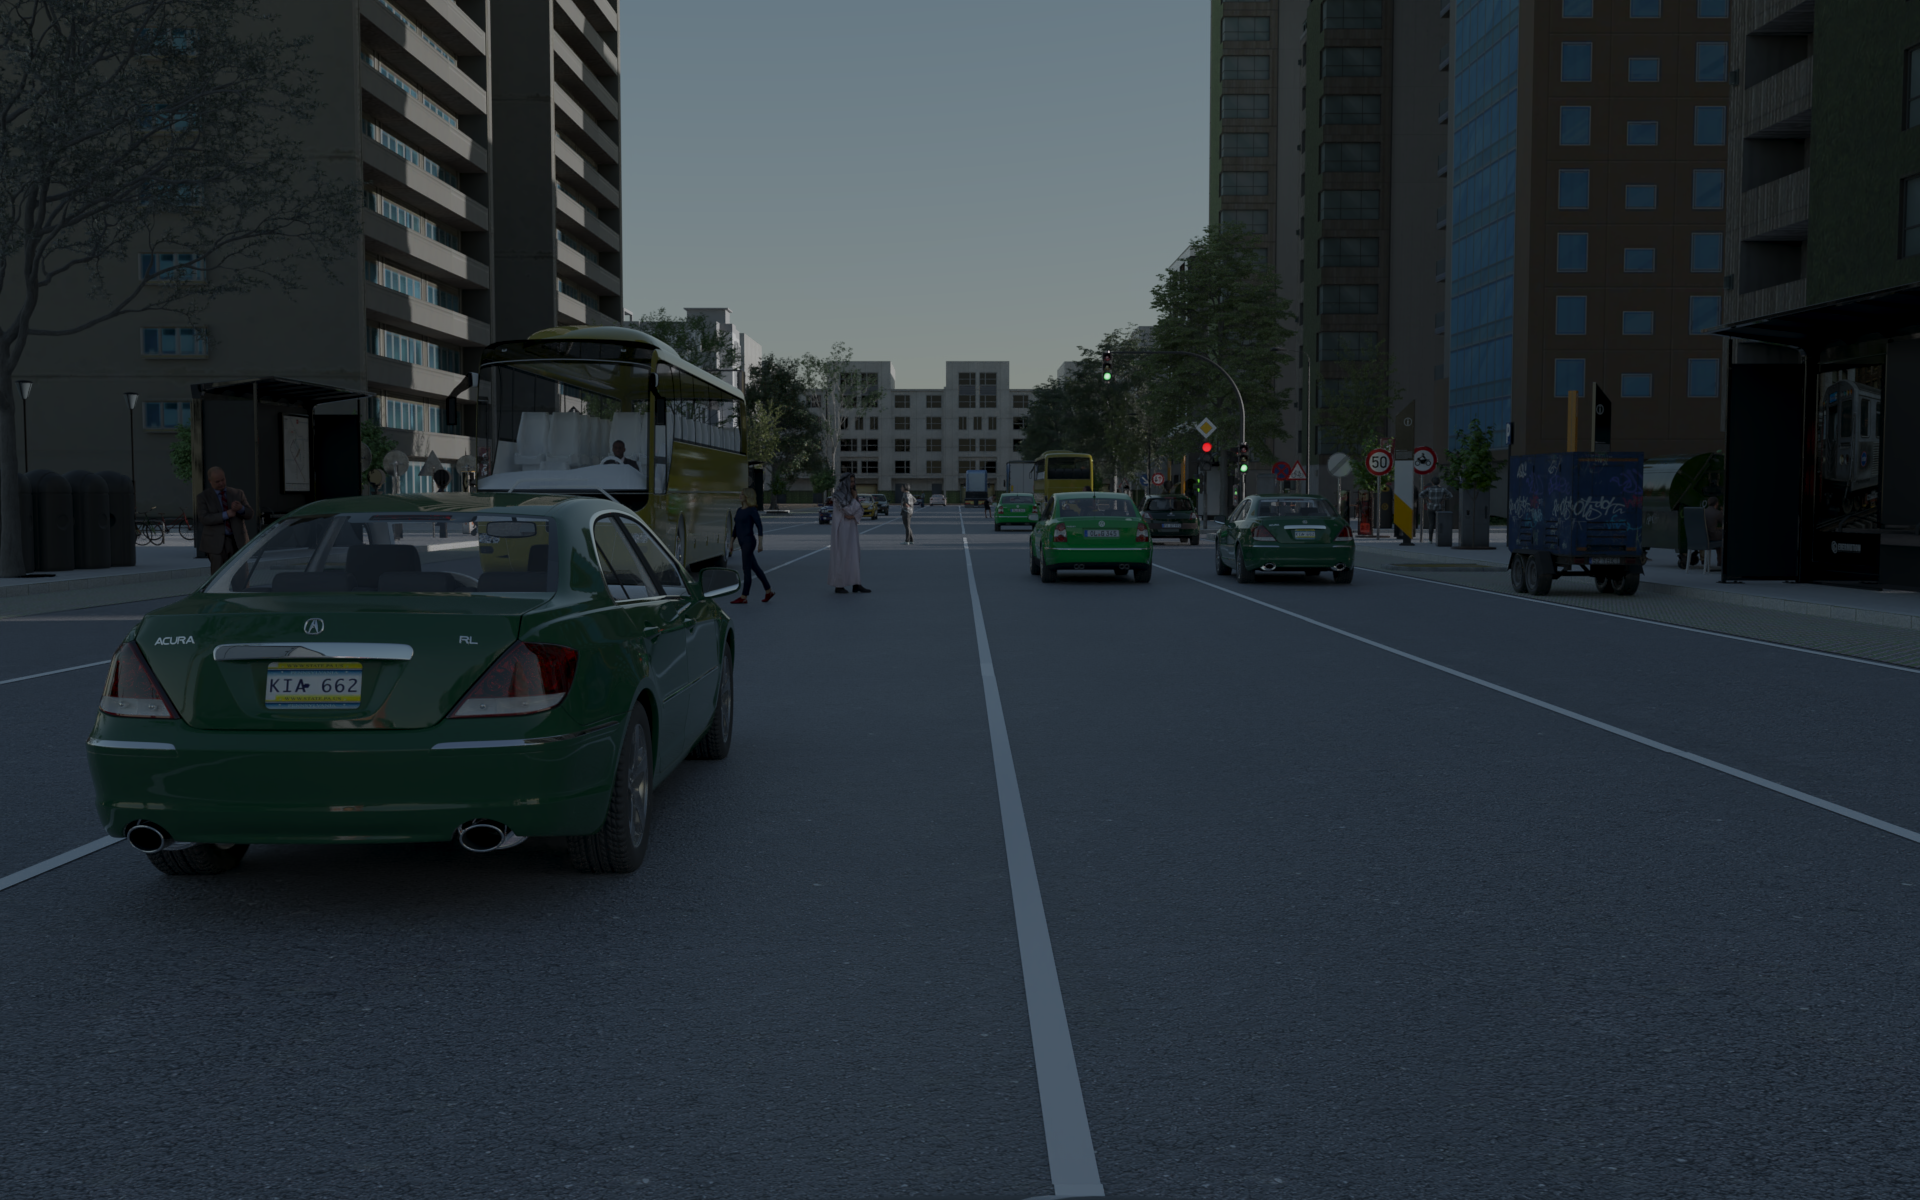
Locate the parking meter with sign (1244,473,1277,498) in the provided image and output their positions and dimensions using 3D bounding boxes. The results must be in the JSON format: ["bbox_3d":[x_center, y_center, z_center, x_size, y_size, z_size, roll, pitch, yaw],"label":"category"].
[{"bbox_3d":[11.380,-4.155,64.198,1.738,3.016,0.543,1,4,20],"label":"parking meter with sign"}]

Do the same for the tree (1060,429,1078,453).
[{"bbox_3d":[11.211,-13.523,171.463,4.737,8.622,4.395,0,3,0],"label":"tree"}]

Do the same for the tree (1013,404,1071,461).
[{"bbox_3d":[10.817,-17.928,210.135,9.611,12.733,9.660,0,3,0],"label":"tree"}]

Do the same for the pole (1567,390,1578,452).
[{"bbox_3d":[12.083,-2.469,34.217,0.158,3.312,0.155,0,3,0],"label":"pole"}]

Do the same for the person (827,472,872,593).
[{"bbox_3d":[-1.620,-0.969,25.010,0.621,1.740,0.551,1,4,11],"label":"person"}]

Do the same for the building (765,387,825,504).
[{"bbox_3d":[-33.568,-22.720,237.926,31.486,18.905,16.747,0,3,0],"label":"building"}]

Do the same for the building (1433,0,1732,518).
[{"bbox_3d":[29.921,-26.026,75.631,14.200,45.320,14.600,0,3,0],"label":"building"}]

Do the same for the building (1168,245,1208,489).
[{"bbox_3d":[32.726,-19.247,158.655,27.936,21.610,32.646,0,3,0],"label":"building"}]

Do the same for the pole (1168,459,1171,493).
[{"bbox_3d":[12.015,-6.457,99.408,0.158,3.312,0.155,0,3,0],"label":"pole"}]

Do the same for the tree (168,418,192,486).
[{"bbox_3d":[-29.046,-5.103,67.155,4.285,4.588,4.351,0,3,0],"label":"tree"}]

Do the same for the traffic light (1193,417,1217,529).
[{"bbox_3d":[8.952,-4.547,63.269,0.839,4.253,0.868,0,3,0],"label":"traffic light"}]

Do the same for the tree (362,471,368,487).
[{"bbox_3d":[-15.345,-2.968,43.121,1.663,3.219,1.824,0,3,0],"label":"tree"}]

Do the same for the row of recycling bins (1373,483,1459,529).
[{"bbox_3d":[16.872,-3.465,63.760,3.534,1.692,1.069,2,4,28],"label":"row of recycling bins"}]

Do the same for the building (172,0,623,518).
[{"bbox_3d":[-34.154,-29.733,109.842,21.300,48.544,21.600,0,3,0],"label":"building"}]

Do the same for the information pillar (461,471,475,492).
[{"bbox_3d":[-15.723,-3.114,55.413,0.304,2.012,0.304,2,4,26],"label":"information pillar"}]

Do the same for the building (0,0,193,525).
[{"bbox_3d":[-35.235,-27.926,80.295,21.300,48.544,21.600,0,3,0],"label":"building"}]

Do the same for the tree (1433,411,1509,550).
[{"bbox_3d":[12.066,-2.793,40.265,1.663,3.219,1.824,0,3,0],"label":"tree"}]

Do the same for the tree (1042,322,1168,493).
[{"bbox_3d":[11.449,-13.652,129.859,9.857,13.997,8.962,0,3,0],"label":"tree"}]

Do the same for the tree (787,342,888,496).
[{"bbox_3d":[-14.496,-21.822,212.681,12.611,20.169,13.585,0,3,0],"label":"tree"}]

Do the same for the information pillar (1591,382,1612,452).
[{"bbox_3d":[13.496,-2.763,36.522,0.504,3.616,0.183,-2,4,-27],"label":"information pillar"}]

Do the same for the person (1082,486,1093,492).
[{"bbox_3d":[3.134,-2.072,43.846,0.593,1.643,0.415,-1,4,-16],"label":"person"}]

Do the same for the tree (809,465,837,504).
[{"bbox_3d":[-14.596,-12.321,185.161,4.285,4.588,4.351,0,3,0],"label":"tree"}]

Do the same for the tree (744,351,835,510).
[{"bbox_3d":[-14.896,-13.594,139.267,9.611,12.733,9.660,0,3,0],"label":"tree"}]

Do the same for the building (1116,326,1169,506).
[{"bbox_3d":[27.129,-19.834,190.736,16.747,18.905,31.486,0,3,0],"label":"building"}]

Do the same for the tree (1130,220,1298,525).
[{"bbox_3d":[10.750,-9.441,72.495,7.486,12.596,7.792,0,3,0],"label":"tree"}]

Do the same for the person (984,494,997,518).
[{"bbox_3d":[1.827,-5.613,103.459,0.799,1.438,0.628,0,4,-3],"label":"person"}]

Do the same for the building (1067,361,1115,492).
[{"bbox_3d":[29.599,-22.787,239.019,31.486,18.905,16.747,0,3,0],"label":"building"}]

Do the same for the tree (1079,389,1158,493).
[{"bbox_3d":[11.458,-10.386,120.166,4.737,8.622,4.395,0,3,0],"label":"tree"}]

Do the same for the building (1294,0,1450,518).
[{"bbox_3d":[26.473,-20.083,100.060,14.160,30.474,14.107,0,3,0],"label":"building"}]

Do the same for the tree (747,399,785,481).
[{"bbox_3d":[-15.091,-11.044,130.925,4.737,8.622,4.395,0,3,0],"label":"tree"}]

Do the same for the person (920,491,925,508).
[{"bbox_3d":[-3.955,-10.694,183.428,0.705,1.814,1.350,-1,4,-19],"label":"person"}]

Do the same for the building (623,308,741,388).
[{"bbox_3d":[-30.064,-19.405,173.686,16.016,20.091,11.380,0,3,0],"label":"building"}]

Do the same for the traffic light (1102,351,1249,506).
[{"bbox_3d":[6.873,-4.922,55.139,4.771,5.953,1.251,0,3,0],"label":"traffic light"}]

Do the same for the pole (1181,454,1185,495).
[{"bbox_3d":[11.372,-5.779,88.329,0.158,3.312,0.155,0,3,0],"label":"pole"}]

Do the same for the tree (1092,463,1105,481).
[{"bbox_3d":[11.552,-10.611,157.198,4.285,4.588,4.351,0,3,0],"label":"tree"}]

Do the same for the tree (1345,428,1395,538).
[{"bbox_3d":[12.130,-3.461,51.194,1.663,3.219,1.824,0,3,0],"label":"tree"}]

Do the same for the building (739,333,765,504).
[{"bbox_3d":[-39.376,-20.313,198.573,31.486,18.905,16.747,0,3,0],"label":"building"}]

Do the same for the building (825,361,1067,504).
[{"bbox_3d":[-1.886,-22.760,238.582,31.486,18.905,16.747,0,3,0],"label":"building"}]

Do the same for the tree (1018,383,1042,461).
[{"bbox_3d":[10.795,-16.891,182.822,9.857,13.997,8.962,0,3,0],"label":"tree"}]

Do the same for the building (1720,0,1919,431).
[{"bbox_3d":[25.696,-16.395,39.766,14.160,30.474,14.107,0,3,0],"label":"building"}]

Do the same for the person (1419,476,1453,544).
[{"bbox_3d":[12.245,-2.313,44.580,0.841,1.734,0.376,1,4,19],"label":"person"}]

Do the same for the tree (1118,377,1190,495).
[{"bbox_3d":[11.900,-9.554,106.572,4.360,8.622,3.978,0,3,0],"label":"tree"}]

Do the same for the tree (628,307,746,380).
[{"bbox_3d":[-15.559,-10.368,95.271,9.928,11.665,9.643,0,3,0],"label":"tree"}]

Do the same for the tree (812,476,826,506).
[{"bbox_3d":[-14.937,-11.397,180.945,1.663,3.219,1.824,0,3,0],"label":"tree"}]

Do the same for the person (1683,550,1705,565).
[{"bbox_3d":[13.385,-1.435,31.570,0.516,1.574,0.319,2,4,35],"label":"person"}]

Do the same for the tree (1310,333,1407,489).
[{"bbox_3d":[18.125,-7.842,78.577,4.737,8.622,4.395,0,3,0],"label":"tree"}]

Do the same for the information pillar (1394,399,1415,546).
[{"bbox_3d":[11.035,-3.156,42.957,0.504,3.616,0.183,3,4,36],"label":"information pillar"}]

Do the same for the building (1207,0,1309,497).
[{"bbox_3d":[24.347,-26.801,121.784,14.154,41.232,14.086,0,3,0],"label":"building"}]

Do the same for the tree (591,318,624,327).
[{"bbox_3d":[-14.408,-7.485,72.738,4.737,8.622,4.395,0,3,0],"label":"tree"}]

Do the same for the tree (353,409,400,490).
[{"bbox_3d":[-23.329,-5.084,66.843,4.285,4.588,4.351,0,3,0],"label":"tree"}]

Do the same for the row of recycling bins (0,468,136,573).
[{"bbox_3d":[-15.239,-1.360,29.355,1.069,1.692,3.534,1,4,9],"label":"row of recycling bins"}]

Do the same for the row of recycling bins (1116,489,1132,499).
[{"bbox_3d":[12.491,-7.685,132.757,1.069,1.692,3.534,1,4,20],"label":"row of recycling bins"}]

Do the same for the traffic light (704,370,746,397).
[{"bbox_3d":[-10.217,-5.418,63.257,4.771,5.953,1.251,0,3,0],"label":"traffic light"}]

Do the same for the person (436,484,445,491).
[{"bbox_3d":[-21.070,-3.873,69.822,0.568,1.767,0.683,0,4,-2],"label":"person"}]

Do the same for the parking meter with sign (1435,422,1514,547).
[{"bbox_3d":[12.495,-2.804,42.098,1.738,3.016,0.543,0,4,6],"label":"parking meter with sign"}]

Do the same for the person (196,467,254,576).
[{"bbox_3d":[-8.280,-0.636,19.592,0.600,1.739,0.565,2,4,29],"label":"person"}]

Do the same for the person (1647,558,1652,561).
[{"bbox_3d":[13.064,-1.546,33.283,0.435,1.587,0.963,-2,4,-31],"label":"person"}]

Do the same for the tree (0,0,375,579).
[{"bbox_3d":[-14.515,-7.076,26.061,12.009,13.543,11.850,0,3,0],"label":"tree"}]

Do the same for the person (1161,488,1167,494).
[{"bbox_3d":[17.106,-8.534,145.583,1.348,1.823,0.705,-3,4,-38],"label":"person"}]
